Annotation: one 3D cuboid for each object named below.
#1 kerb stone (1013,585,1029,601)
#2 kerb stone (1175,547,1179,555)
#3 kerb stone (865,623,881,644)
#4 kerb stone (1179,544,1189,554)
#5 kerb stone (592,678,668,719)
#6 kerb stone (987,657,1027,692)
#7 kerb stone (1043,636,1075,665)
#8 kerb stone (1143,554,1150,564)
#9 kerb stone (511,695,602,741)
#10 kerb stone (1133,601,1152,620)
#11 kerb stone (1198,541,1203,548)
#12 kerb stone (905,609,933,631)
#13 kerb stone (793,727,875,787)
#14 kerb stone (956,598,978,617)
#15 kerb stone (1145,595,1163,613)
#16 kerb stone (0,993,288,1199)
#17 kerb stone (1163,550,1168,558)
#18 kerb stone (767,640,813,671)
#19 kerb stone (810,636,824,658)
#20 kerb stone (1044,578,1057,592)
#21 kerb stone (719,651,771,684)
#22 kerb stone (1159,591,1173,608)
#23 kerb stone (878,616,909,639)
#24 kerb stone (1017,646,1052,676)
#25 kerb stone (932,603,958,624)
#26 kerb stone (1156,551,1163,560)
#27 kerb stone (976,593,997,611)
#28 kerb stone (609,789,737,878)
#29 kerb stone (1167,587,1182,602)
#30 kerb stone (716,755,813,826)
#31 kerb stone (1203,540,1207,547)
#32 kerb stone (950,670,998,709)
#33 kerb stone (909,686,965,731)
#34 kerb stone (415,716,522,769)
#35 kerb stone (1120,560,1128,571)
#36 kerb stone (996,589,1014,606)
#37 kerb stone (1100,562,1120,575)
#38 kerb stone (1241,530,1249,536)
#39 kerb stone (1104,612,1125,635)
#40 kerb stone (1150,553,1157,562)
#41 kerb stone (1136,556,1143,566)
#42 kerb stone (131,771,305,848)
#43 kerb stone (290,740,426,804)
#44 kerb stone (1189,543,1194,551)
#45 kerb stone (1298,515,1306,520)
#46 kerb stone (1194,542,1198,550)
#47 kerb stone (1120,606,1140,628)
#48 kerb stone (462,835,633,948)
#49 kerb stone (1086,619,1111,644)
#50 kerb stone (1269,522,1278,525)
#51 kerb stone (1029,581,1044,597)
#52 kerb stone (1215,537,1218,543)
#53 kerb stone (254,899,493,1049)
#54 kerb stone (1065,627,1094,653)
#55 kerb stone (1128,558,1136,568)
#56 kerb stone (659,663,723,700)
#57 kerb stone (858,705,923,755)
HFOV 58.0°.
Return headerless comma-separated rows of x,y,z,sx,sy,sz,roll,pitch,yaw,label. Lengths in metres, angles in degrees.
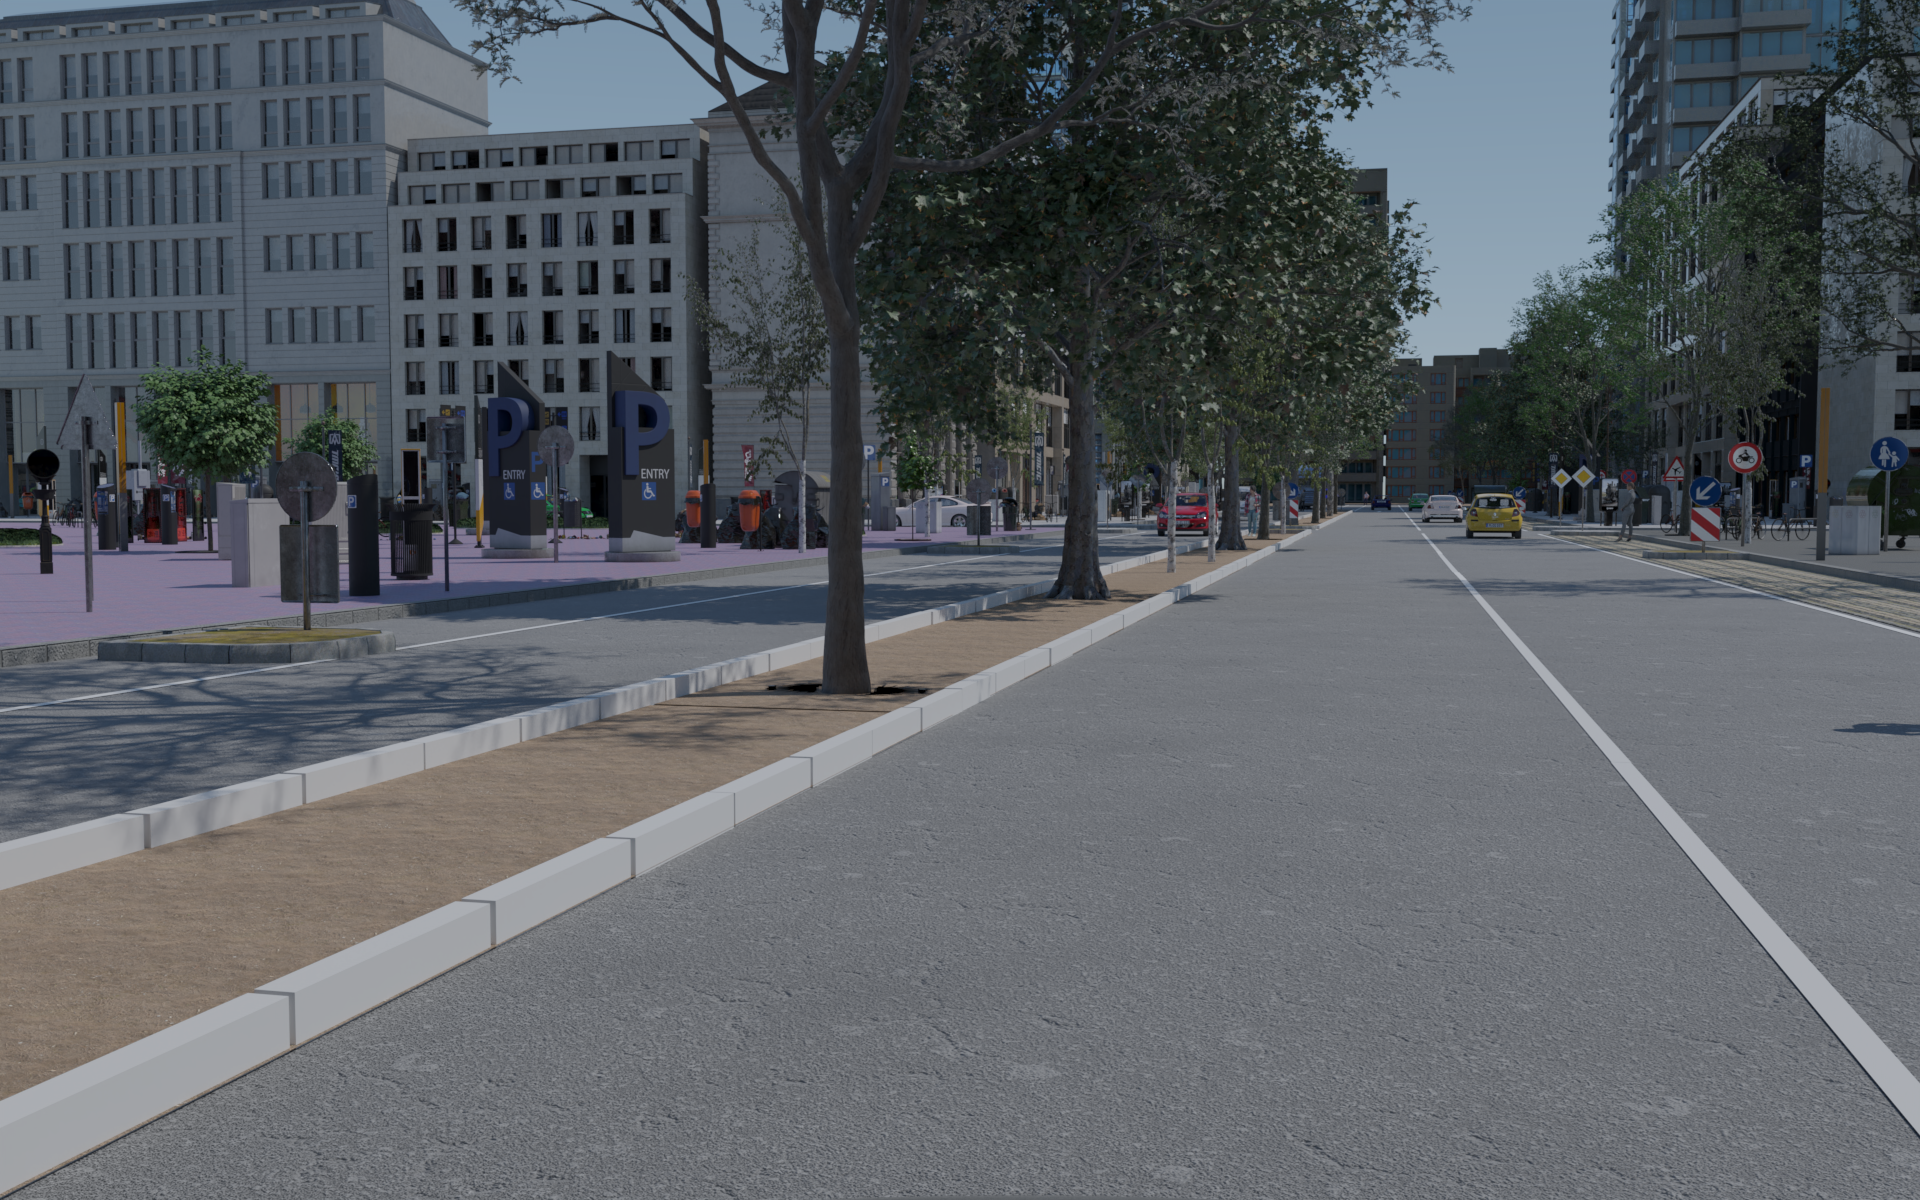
0.740,-0.072,23.379,0.120,0.150,1.000,1,4,14,kerb stone
4.924,-1.108,40.305,0.120,0.150,1.000,1,4,14,kerb stone
-0.973,0.354,16.420,0.120,0.150,1.000,1,4,14,kerb stone
5.423,-1.229,42.288,0.120,0.150,1.000,1,4,14,kerb stone
-2.206,0.658,11.444,0.120,0.150,1.000,1,4,14,kerb stone
0.321,0.567,12.930,0.120,0.150,1.000,1,4,14,kerb stone
0.824,0.445,14.929,0.120,0.150,1.000,1,4,14,kerb stone
3.704,-0.803,35.329,0.120,0.150,1.000,1,4,14,kerb stone
-2.455,0.724,10.451,0.120,0.150,1.000,1,4,14,kerb stone
2.046,0.142,19.901,0.120,0.150,1.000,1,4,14,kerb stone
6.162,-1.411,45.278,0.120,0.150,1.000,1,4,14,kerb stone
-0.494,0.232,18.407,0.120,0.150,1.000,1,4,14,kerb stone
-0.656,0.810,8.951,0.120,0.150,1.000,1,4,14,kerb stone
0.004,0.113,20.399,0.120,0.150,1.000,1,4,14,kerb stone
2.293,0.080,20.900,0.120,0.150,1.000,1,4,14,kerb stone
-1.900,1.120,3.975,0.120,0.150,1.000,1,4,14,kerb stone
4.442,-0.986,38.318,0.120,0.150,1.000,1,4,14,kerb stone
-1.463,0.476,14.426,0.120,0.150,1.000,1,4,14,kerb stone
-1.223,0.414,15.422,0.120,0.150,1.000,1,4,14,kerb stone
1.236,-0.192,25.372,0.120,0.150,1.000,1,4,14,kerb stone
-1.716,0.536,13.435,0.120,0.150,1.000,1,4,14,kerb stone
2.536,0.024,21.896,0.120,0.150,1.000,1,4,14,kerb stone
-0.731,0.293,17.412,0.120,0.150,1.000,1,4,14,kerb stone
0.564,0.508,13.928,0.120,0.150,1.000,1,4,14,kerb stone
-0.231,0.171,19.400,0.120,0.150,1.000,1,4,14,kerb stone
4.202,-0.925,37.312,0.120,0.150,1.000,1,4,14,kerb stone
0.259,0.049,21.389,0.120,0.150,1.000,1,4,14,kerb stone
-1.149,0.932,6.961,0.120,0.150,1.000,1,4,14,kerb stone
2.782,-0.043,22.894,0.120,0.150,1.000,1,4,14,kerb stone
-0.906,0.874,7.956,0.120,0.150,1.000,1,4,14,kerb stone
6.419,-1.472,46.268,0.120,0.150,1.000,1,4,14,kerb stone
0.077,0.628,11.935,0.120,0.150,1.000,1,4,14,kerb stone
-0.164,0.692,10.942,0.120,0.150,1.000,1,4,14,kerb stone
-2.701,0.783,9.449,0.120,0.150,1.000,1,4,14,kerb stone
2.963,-0.620,32.336,0.120,0.150,1.000,1,4,14,kerb stone
0.499,-0.011,22.386,0.120,0.150,1.000,1,4,14,kerb stone
2.710,-0.555,31.341,0.120,0.150,1.000,1,4,14,kerb stone
10.103,-2.385,61.188,0.120,0.150,1.000,1,4,14,kerb stone
1.552,0.264,17.918,0.120,0.150,1.000,1,4,14,kerb stone
3.949,-0.861,36.321,0.120,0.150,1.000,1,4,14,kerb stone
3.456,-0.741,34.338,0.120,0.150,1.000,1,4,14,kerb stone
-3.190,0.903,7.457,0.120,0.150,1.000,1,4,14,kerb stone
-2.943,0.840,8.456,0.120,0.150,1.000,1,4,14,kerb stone
5.678,-1.287,43.280,0.120,0.150,1.000,1,4,14,kerb stone
19.863,-4.794,100.576,0.120,0.150,1.000,1,4,14,kerb stone
5.919,-1.351,44.286,0.120,0.150,1.000,1,4,14,kerb stone
1.805,0.201,18.908,0.120,0.150,1.000,1,4,14,kerb stone
-1.402,0.993,5.964,0.120,0.150,1.000,1,4,14,kerb stone
1.311,0.324,16.919,0.120,0.150,1.000,1,4,14,kerb stone
13.691,-3.265,75.654,0.120,0.150,1.000,1,4,14,kerb stone
0.988,-0.133,24.371,0.120,0.150,1.000,1,4,14,kerb stone
7.157,-1.655,49.249,0.120,0.150,1.000,1,4,14,kerb stone
-1.653,1.056,4.967,0.120,0.150,1.000,1,4,14,kerb stone
1.064,0.385,15.927,0.120,0.150,1.000,1,4,14,kerb stone
3.211,-0.681,33.327,0.120,0.150,1.000,1,4,14,kerb stone
-1.961,0.597,12.437,0.120,0.150,1.000,1,4,14,kerb stone
-0.416,0.753,9.945,0.120,0.150,1.000,1,4,14,kerb stone
